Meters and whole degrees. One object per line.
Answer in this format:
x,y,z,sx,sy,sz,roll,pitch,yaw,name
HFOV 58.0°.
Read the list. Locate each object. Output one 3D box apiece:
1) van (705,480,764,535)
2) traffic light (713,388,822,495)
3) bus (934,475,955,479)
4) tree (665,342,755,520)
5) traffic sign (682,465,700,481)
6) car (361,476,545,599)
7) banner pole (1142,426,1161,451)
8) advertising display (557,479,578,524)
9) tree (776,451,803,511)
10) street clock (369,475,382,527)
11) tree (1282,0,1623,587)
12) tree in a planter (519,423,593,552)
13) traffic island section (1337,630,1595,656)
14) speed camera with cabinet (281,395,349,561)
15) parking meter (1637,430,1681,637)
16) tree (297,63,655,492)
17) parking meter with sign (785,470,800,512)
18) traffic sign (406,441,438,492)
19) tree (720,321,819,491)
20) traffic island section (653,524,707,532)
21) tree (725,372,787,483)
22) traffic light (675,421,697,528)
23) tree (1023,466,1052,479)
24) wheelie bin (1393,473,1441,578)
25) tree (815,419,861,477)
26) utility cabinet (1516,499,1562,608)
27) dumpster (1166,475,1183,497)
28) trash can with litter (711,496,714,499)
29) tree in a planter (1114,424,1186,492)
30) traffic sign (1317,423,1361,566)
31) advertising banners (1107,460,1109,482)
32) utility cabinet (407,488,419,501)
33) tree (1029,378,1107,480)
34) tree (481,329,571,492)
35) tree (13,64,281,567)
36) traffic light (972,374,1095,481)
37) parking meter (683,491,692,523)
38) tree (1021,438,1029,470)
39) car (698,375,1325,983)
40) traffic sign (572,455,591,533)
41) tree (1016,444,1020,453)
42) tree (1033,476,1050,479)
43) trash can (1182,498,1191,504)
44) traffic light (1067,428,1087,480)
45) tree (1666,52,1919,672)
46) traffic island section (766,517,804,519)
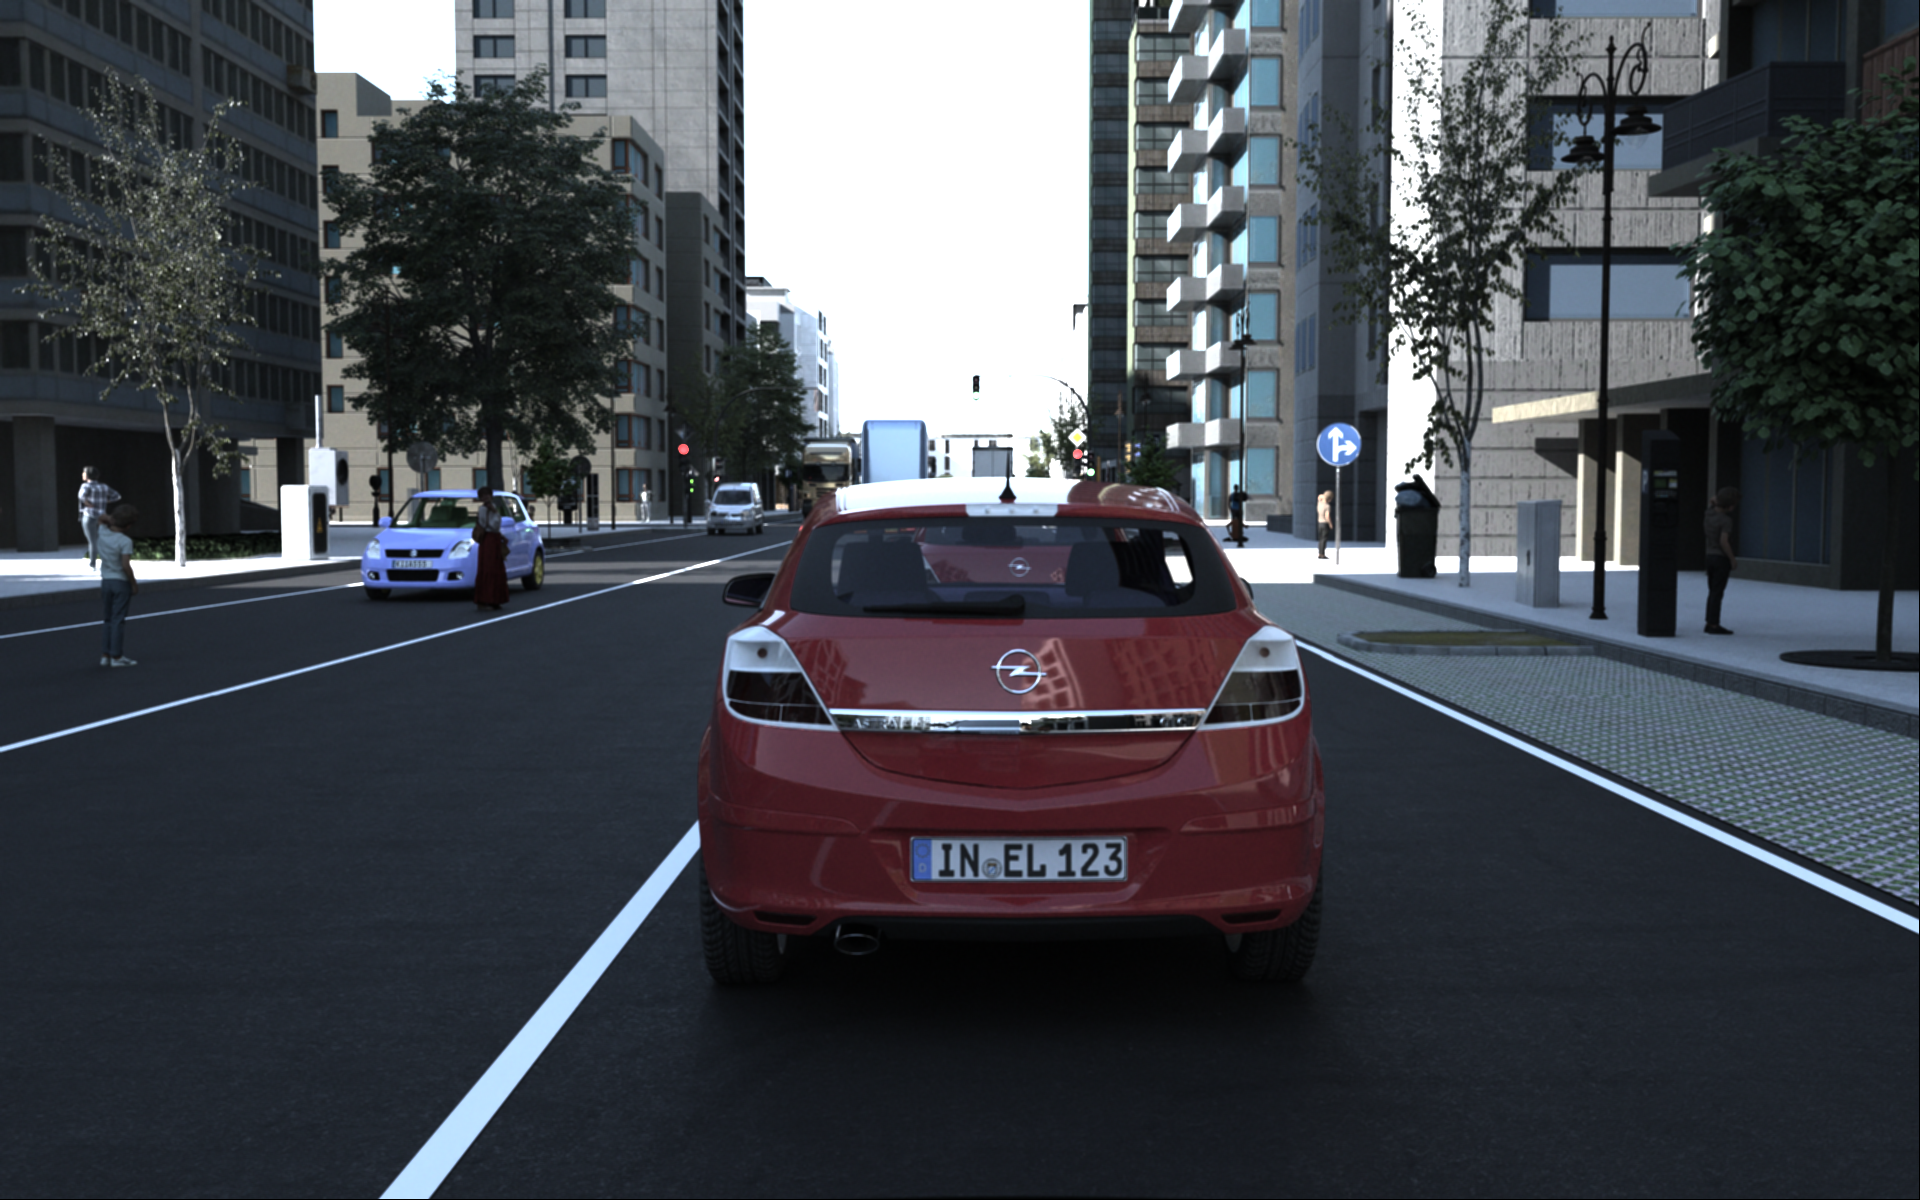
-8.005,-3.352,61.817,2.013,2.044,4.112,0,4,0,van
-8.308,-6.076,74.006,4.771,5.953,1.251,0,4,0,traffic light
-1.803,-13.897,218.755,2.896,3.916,12.252,0,4,2,bus
-12.192,-8.223,84.805,4.737,8.622,4.395,0,3,0,tree
-12.117,-4.781,77.905,0.795,2.593,0.064,0,4,4,traffic sign
-7.184,-0.924,24.703,1.945,1.707,3.694,0,4,2,car
6.954,-4.504,63.655,0.863,3.779,0.401,-1,4,-11,banner pole
-16.697,-4.189,73.700,0.974,1.923,0.123,1,4,23,advertising display
-12.473,-9.133,133.033,4.285,4.588,4.351,0,3,0,tree
-22.503,-3.802,66.733,0.471,2.002,0.358,2,4,35,street clock
6.744,-4.490,23.782,4.360,8.622,3.978,0,3,0,tree
-10.340,-2.831,43.507,1.991,3.239,1.994,0,4,0,tree in a planter
4.605,0.407,16.213,1.991,0.108,1.994,0,4,0,traffic island section
-12.665,-2.430,34.061,0.660,3.252,2.038,0,4,1,speed camera with cabinet
6.301,-0.606,15.614,0.255,1.863,0.399,0,4,8,parking meter
-13.817,-8.808,50.664,9.857,13.997,8.962,0,3,0,tree
-12.106,-7.899,125.411,0.543,3.016,1.738,1,4,16,parking meter with sign
-12.968,-2.548,41.770,0.768,2.556,0.104,0,4,2,traffic sign
-13.036,-11.970,113.843,7.486,12.596,7.792,0,3,0,tree
-10.497,-2.682,66.136,2.009,0.180,2.903,0,4,0,traffic island section
-12.459,-9.393,103.938,4.360,8.622,3.978,0,3,0,tree
-10.457,-4.714,66.001,0.839,4.253,0.868,0,4,0,traffic light
8.186,-12.114,181.772,4.285,4.588,4.351,0,3,0,tree
7.012,-1.146,26.643,0.693,1.594,0.980,1,4,9,wheelie bin
-12.111,-13.302,167.847,4.737,8.622,4.395,0,3,0,tree
6.665,-0.541,20.000,0.306,1.237,1.020,0,4,7,utility cabinet
6.964,-3.551,60.552,1.502,2.255,1.985,0,4,0,dumpster
-12.303,-4.746,88.980,1.055,1.170,0.624,3,5,41,trash can with litter
4.809,-2.854,43.892,1.991,3.239,1.994,0,4,0,tree in a planter
6.772,-1.889,30.992,0.768,2.556,0.104,1,4,10,traffic sign
7.642,-5.789,90.842,0.090,3.025,2.074,0,4,-2,advertising banners
-21.001,-3.543,66.607,0.318,1.500,1.173,-2,4,-25,utility cabinet
7.311,-9.702,108.998,4.737,8.622,4.395,0,3,0,tree
-19.589,-7.741,76.923,4.360,8.622,3.978,0,3,0,tree
-13.717,-4.867,29.945,4.360,8.622,3.978,0,3,0,tree
2.831,-5.573,65.781,4.771,5.953,1.251,0,4,0,traffic light
-11.990,-4.146,76.192,0.372,1.533,0.369,0,3,0,parking meter
7.302,-10.331,119.278,4.737,8.622,4.395,0,3,0,tree
0.121,0.151,6.565,2.155,1.783,4.494,0,4,-1,car
-12.524,-3.484,57.072,0.768,2.556,0.104,0,4,7,traffic sign
7.663,-12.989,162.725,4.737,8.622,4.395,0,3,0,tree
8.306,-10.549,167.073,1.663,3.219,1.824,0,3,0,tree
8.523,-3.352,66.465,0.748,1.137,0.748,0,3,0,trash can
4.981,-5.197,73.892,0.839,4.253,0.868,0,4,0,traffic light
6.955,-1.791,13.000,4.285,4.588,4.351,0,3,0,tree
-9.938,-4.642,98.768,1.991,0.108,1.994,0,4,0,traffic island section
